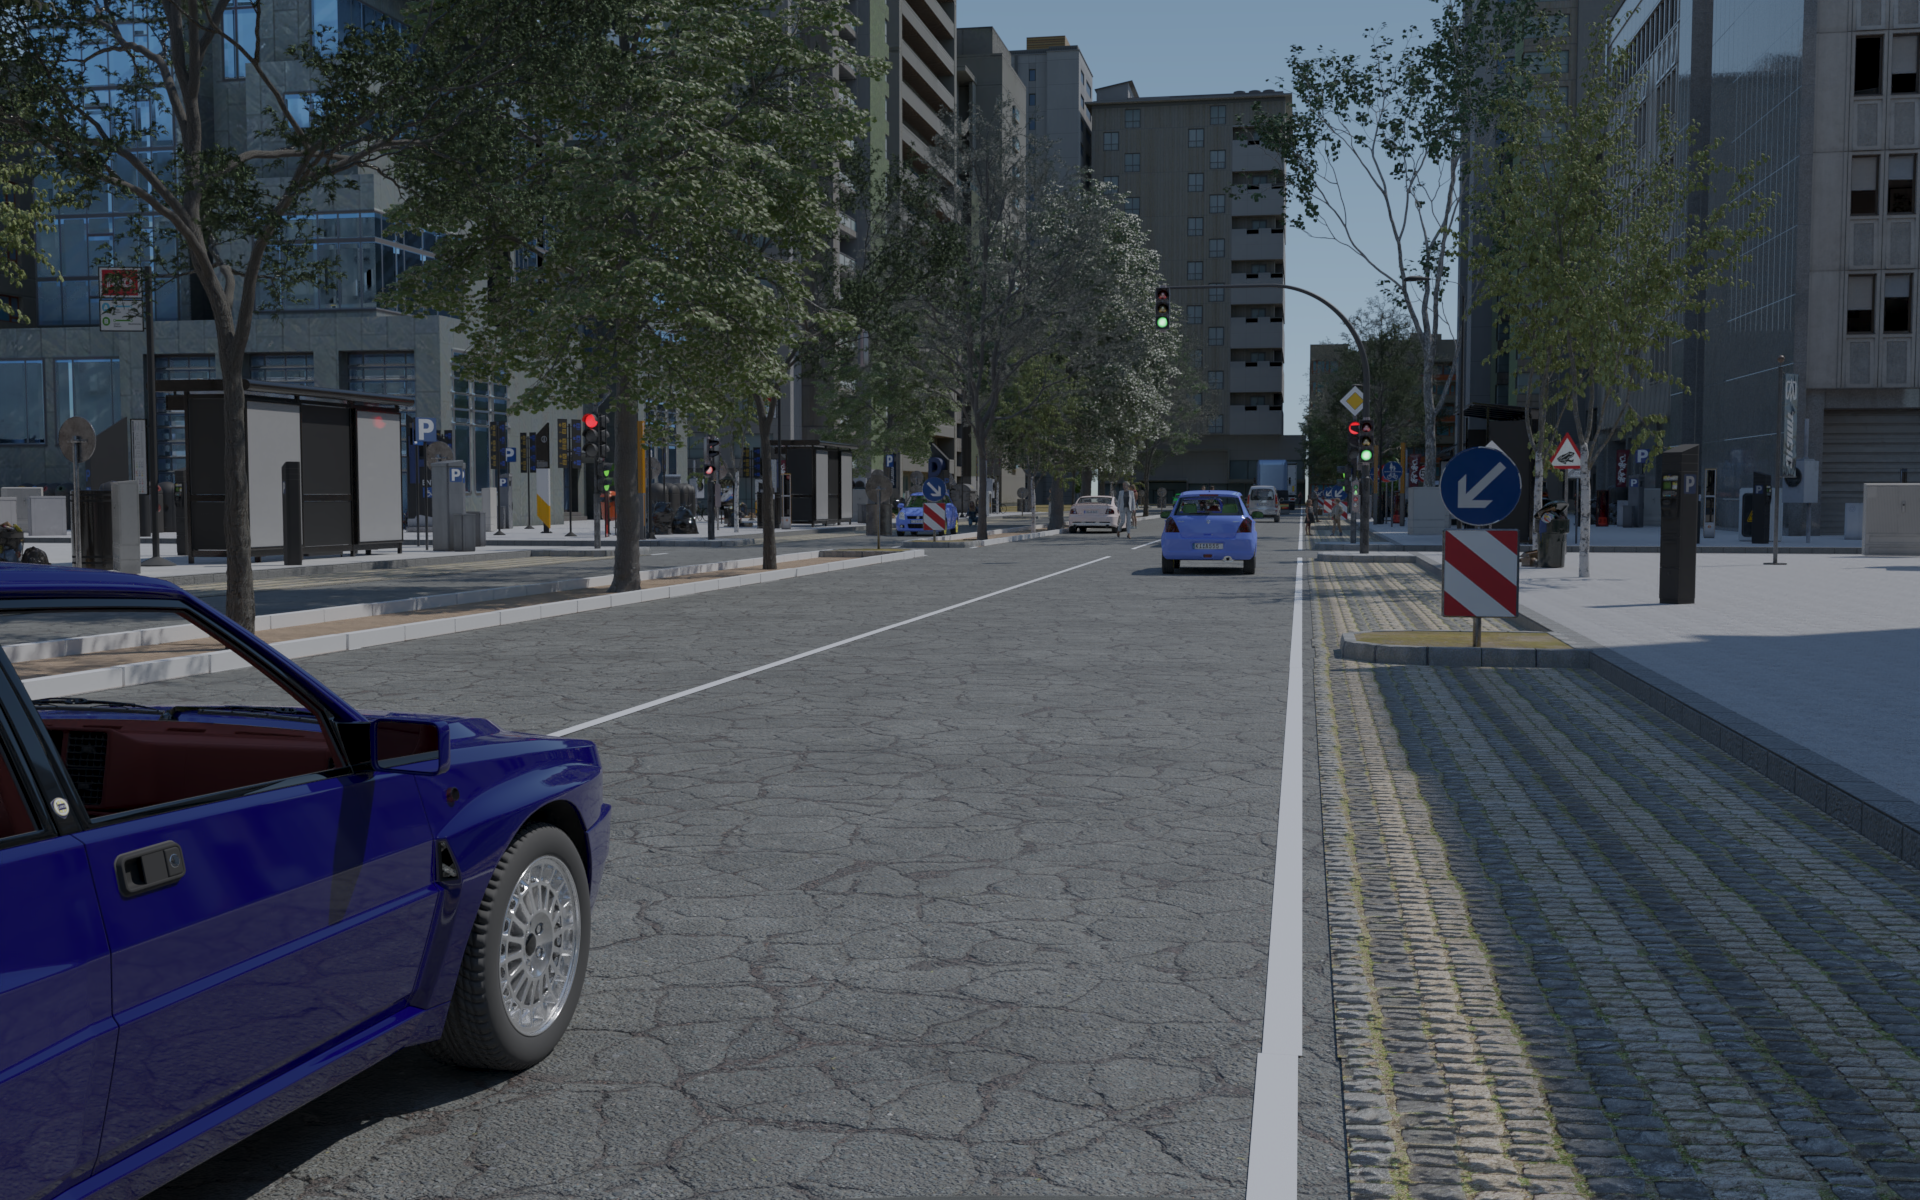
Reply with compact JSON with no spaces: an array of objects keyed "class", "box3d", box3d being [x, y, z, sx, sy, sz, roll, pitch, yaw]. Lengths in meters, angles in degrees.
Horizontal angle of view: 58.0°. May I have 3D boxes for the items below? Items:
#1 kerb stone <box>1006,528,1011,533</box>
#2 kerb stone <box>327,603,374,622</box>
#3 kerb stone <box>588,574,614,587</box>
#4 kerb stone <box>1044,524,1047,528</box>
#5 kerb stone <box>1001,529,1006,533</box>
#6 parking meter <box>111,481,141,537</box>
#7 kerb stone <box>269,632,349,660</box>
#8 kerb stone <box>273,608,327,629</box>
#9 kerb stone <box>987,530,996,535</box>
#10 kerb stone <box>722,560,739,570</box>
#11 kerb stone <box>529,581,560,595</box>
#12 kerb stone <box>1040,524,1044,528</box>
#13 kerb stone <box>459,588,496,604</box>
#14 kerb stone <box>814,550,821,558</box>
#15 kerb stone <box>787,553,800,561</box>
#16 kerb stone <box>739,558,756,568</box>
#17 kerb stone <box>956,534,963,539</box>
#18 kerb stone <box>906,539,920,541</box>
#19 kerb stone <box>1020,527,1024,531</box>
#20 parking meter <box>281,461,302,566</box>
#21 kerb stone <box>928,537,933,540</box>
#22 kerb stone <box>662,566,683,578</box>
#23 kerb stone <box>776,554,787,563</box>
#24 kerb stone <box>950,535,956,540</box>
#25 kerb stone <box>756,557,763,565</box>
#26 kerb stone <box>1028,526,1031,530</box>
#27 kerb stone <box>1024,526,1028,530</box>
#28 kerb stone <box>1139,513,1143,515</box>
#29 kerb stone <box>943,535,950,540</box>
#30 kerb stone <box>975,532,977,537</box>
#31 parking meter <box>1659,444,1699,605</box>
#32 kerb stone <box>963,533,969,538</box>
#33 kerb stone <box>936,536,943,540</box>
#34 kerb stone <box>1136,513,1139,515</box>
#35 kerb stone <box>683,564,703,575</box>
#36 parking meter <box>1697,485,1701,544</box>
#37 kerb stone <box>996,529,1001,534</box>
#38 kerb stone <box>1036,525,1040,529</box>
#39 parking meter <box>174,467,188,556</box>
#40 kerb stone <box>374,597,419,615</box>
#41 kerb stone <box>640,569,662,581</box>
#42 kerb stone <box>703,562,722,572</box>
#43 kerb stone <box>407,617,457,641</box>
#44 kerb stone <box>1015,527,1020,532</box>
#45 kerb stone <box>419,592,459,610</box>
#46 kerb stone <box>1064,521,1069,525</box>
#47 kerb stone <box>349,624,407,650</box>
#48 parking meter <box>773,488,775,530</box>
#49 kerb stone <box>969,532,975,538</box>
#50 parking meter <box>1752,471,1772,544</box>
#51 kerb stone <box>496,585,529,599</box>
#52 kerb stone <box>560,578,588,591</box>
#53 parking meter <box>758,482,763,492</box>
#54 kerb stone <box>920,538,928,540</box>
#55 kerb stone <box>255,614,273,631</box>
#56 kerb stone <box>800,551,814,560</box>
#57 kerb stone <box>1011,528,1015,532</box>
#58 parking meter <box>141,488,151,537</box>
[{"class":"kerb stone","box3d":[1.641,-2.532,63.591,0.120,0.150,1.000,1,4,11]},{"class":"kerb stone","box3d":[-7.033,0.148,19.772,0.120,0.150,1.000,1,4,11]},{"class":"kerb stone","box3d":[-5.638,-0.275,26.807,0.120,0.150,1.000,1,4,11]},{"class":"kerb stone","box3d":[3.428,-3.084,72.630,0.120,0.150,1.000,1,4,11]},{"class":"kerb stone","box3d":[1.431,-2.470,62.581,0.120,0.150,1.000,1,4,11]},{"class":"parking meter","box3d":[-15.670,-1.470,32.439,0.372,1.533,0.369,0,3,0]},{"class":"kerb stone","box3d":[-5.769,0.418,15.357,0.120,0.150,1.000,1,4,11]},{"class":"kerb stone","box3d":[-7.223,0.211,18.761,0.120,0.150,1.000,1,4,11]},{"class":"kerb stone","box3d":[1.039,-2.347,60.574,0.120,0.150,1.000,1,4,11]},{"class":"kerb stone","box3d":[-4.448,-0.651,32.832,0.120,0.150,1.000,1,4,11]},{"class":"kerb stone","box3d":[-6.032,-0.156,24.799,0.120,0.150,1.000,1,4,11]},{"class":"kerb stone","box3d":[3.223,-3.017,71.624,0.120,0.150,1.000,1,4,11]},{"class":"kerb stone","box3d":[-6.429,-0.037,22.794,0.120,0.150,1.000,1,4,11]},{"class":"kerb stone","box3d":[-3.252,-1.015,38.856,0.120,0.150,1.000,1,4,11]},{"class":"kerb stone","box3d":[-3.651,-0.896,36.847,0.120,0.150,1.000,1,4,11]},{"class":"kerb stone","box3d":[-4.246,-0.706,33.834,0.120,0.150,1.000,1,4,11]},{"class":"kerb stone","box3d":[-0.146,-1.979,54.549,0.120,0.150,1.000,1,4,11]},{"class":"kerb stone","box3d":[-1.350,-1.606,48.501,0.120,0.150,1.000,1,4,11]},{"class":"kerb stone","box3d":[2.230,-2.713,66.608,0.120,0.150,1.000,1,4,11]},{"class":"parking meter","box3d":[-12.050,-1.561,31.233,0.255,1.863,0.399,-2,4,-33]},{"class":"kerb stone","box3d":[-0.951,-1.727,50.520,0.120,0.150,1.000,1,4,11]},{"class":"kerb stone","box3d":[-5.046,-0.462,29.818,0.120,0.150,1.000,1,4,11]},{"class":"kerb stone","box3d":[-3.847,-0.829,35.844,0.120,0.150,1.000,1,4,11]},{"class":"kerb stone","box3d":[-0.347,-1.912,53.540,0.120,0.150,1.000,1,4,11]},{"class":"kerb stone","box3d":[-4.050,-0.767,34.840,0.120,0.150,1.000,1,4,11]},{"class":"kerb stone","box3d":[2.627,-2.839,68.615,0.120,0.150,1.000,1,4,11]},{"class":"kerb stone","box3d":[2.433,-2.778,67.611,0.120,0.150,1.000,1,4,11]},{"class":"kerb stone","box3d":[12.175,-5.788,116.880,0.120,0.150,1.000,1,4,11]},{"class":"kerb stone","box3d":[-0.553,-1.855,52.529,0.120,0.150,1.000,1,4,11]},{"class":"kerb stone","box3d":[0.439,-2.163,57.563,0.120,0.150,1.000,1,4,11]},{"class":"parking meter","box3d":[8.392,-0.888,20.228,0.399,1.863,0.255,-2,4,-32]},{"class":"kerb stone","box3d":[0.047,-2.038,55.556,0.120,0.150,1.000,1,4,11]},{"class":"kerb stone","box3d":[-0.751,-1.794,51.524,0.120,0.150,1.000,1,4,11]},{"class":"kerb stone","box3d":[11.371,-5.542,112.855,0.120,0.150,1.000,1,4,11]},{"class":"kerb stone","box3d":[-4.846,-0.527,30.823,0.120,0.150,1.000,1,4,11]},{"class":"parking meter","box3d":[18.936,-2.223,44.754,0.372,1.533,0.369,0,3,0]},{"class":"kerb stone","box3d":[1.237,-2.402,61.577,0.120,0.150,1.000,1,4,11]},{"class":"kerb stone","box3d":[3.023,-2.962,70.621,0.120,0.150,1.000,1,4,11]},{"class":"parking meter","box3d":[-16.162,-1.863,36.172,0.255,1.863,0.399,2,4,25]},{"class":"kerb stone","box3d":[-6.828,0.093,20.775,0.120,0.150,1.000,1,4,11]},{"class":"kerb stone","box3d":[-5.240,-0.405,28.811,0.120,0.150,1.000,1,4,11]},{"class":"kerb stone","box3d":[-4.641,-0.587,31.828,0.120,0.150,1.000,1,4,11]},{"class":"kerb stone","box3d":[-5.361,0.295,17.364,0.120,0.150,1.000,1,4,11]},{"class":"kerb stone","box3d":[2.027,-2.655,65.599,0.120,0.150,1.000,1,4,11]},{"class":"kerb stone","box3d":[-6.633,0.025,21.793,0.120,0.150,1.000,1,4,11]},{"class":"kerb stone","box3d":[5.010,-3.578,80.688,0.120,0.150,1.000,1,4,11]},{"class":"kerb stone","box3d":[-5.555,0.357,16.357,0.120,0.150,1.000,1,4,11]},{"class":"parking meter","box3d":[-6.743,-3.230,61.226,0.372,1.533,0.369,0,3,0]},{"class":"kerb stone","box3d":[0.247,-2.100,56.559,0.120,0.150,1.000,1,4,11]},{"class":"parking meter","box3d":[20.686,-2.384,44.683,0.255,1.863,0.399,-2,4,-33]},{"class":"kerb stone","box3d":[-6.233,-0.098,23.797,0.120,0.150,1.000,1,4,11]},{"class":"kerb stone","box3d":[-5.833,-0.221,25.802,0.120,0.150,1.000,1,4,11]},{"class":"parking meter","box3d":[-9.704,-4.866,85.277,0.399,1.863,0.255,1,4,8]},{"class":"kerb stone","box3d":[-1.150,-1.671,49.517,0.120,0.150,1.000,1,4,11]},{"class":"kerb stone","box3d":[-7.422,0.271,17.758,0.120,0.150,1.000,1,4,11]},{"class":"kerb stone","box3d":[-3.452,-0.957,37.854,0.120,0.150,1.000,1,4,11]},{"class":"kerb stone","box3d":[1.832,-2.587,64.596,0.120,0.150,1.000,1,4,11]},{"class":"parking meter","box3d":[-24.482,-2.662,51.931,0.372,1.533,0.369,0,3,0]}]
